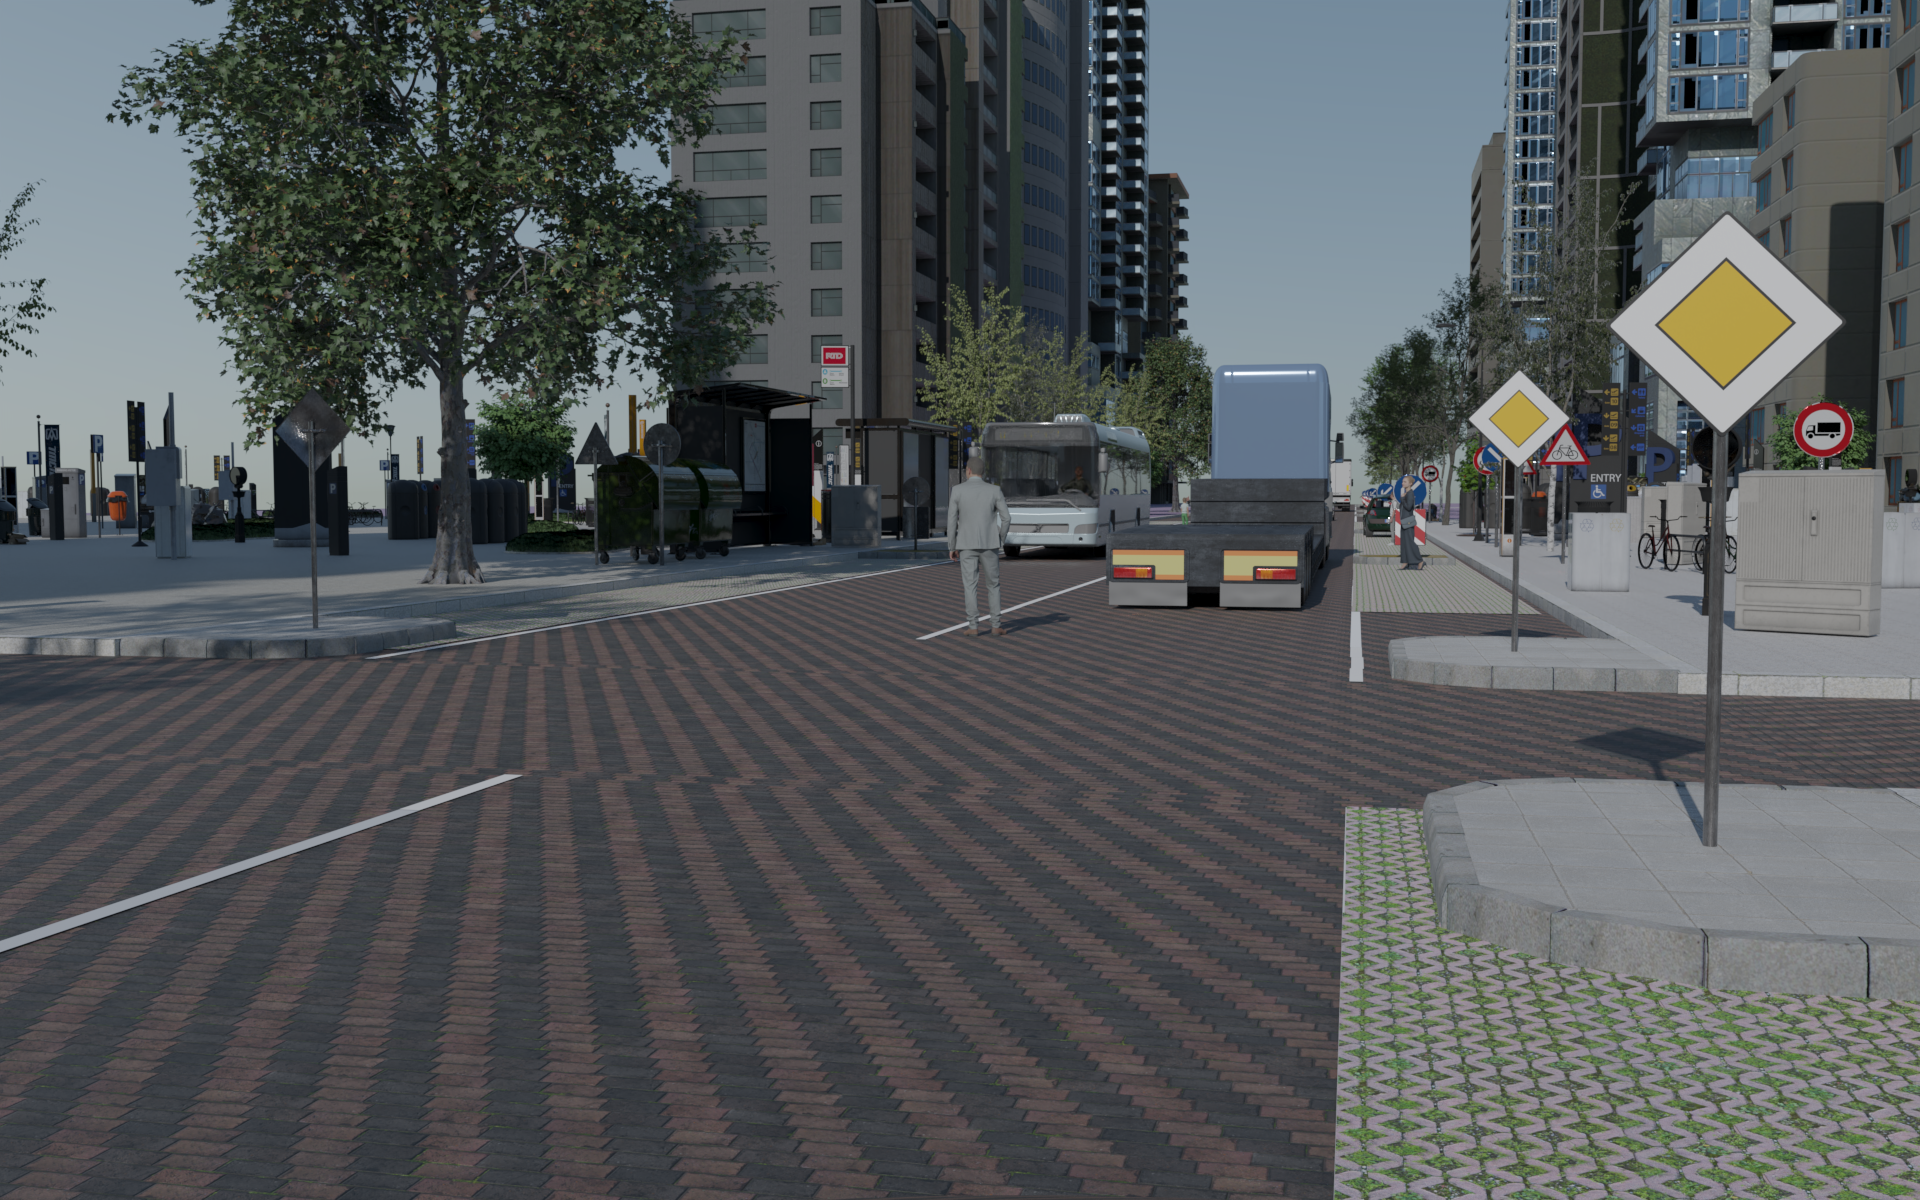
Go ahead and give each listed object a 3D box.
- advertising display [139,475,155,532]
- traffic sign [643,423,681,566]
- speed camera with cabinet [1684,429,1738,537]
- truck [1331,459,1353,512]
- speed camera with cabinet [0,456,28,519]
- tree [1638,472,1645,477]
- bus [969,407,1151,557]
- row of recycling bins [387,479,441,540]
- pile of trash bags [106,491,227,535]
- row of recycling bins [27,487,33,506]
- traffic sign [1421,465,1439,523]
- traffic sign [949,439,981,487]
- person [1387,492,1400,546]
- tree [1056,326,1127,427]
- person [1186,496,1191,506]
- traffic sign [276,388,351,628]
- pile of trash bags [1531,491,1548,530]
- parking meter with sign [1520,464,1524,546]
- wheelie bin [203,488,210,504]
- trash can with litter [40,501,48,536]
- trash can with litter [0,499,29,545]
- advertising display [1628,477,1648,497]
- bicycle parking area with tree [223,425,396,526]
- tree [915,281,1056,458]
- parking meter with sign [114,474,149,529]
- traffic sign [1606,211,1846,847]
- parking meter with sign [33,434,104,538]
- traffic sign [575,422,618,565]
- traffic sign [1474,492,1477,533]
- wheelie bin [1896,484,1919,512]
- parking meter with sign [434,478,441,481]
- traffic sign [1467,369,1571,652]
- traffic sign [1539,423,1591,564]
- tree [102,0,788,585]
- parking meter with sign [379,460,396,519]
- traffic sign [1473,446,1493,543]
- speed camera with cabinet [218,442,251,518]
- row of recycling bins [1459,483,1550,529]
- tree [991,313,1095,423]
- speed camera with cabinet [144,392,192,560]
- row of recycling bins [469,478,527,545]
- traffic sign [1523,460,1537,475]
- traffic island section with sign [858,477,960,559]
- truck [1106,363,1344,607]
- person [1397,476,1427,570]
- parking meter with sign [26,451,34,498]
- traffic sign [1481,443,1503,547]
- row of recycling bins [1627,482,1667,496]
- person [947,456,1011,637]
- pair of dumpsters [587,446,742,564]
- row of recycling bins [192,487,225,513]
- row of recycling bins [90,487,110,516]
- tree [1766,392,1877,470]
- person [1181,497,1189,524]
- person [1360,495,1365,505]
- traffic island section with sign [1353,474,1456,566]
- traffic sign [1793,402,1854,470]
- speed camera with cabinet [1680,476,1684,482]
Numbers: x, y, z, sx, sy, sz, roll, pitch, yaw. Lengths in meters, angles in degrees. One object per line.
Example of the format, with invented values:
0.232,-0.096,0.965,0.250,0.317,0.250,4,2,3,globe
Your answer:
-26.811,-3.207,57.655,0.974,1.923,0.123,-1,4,-23,advertising display
-5.348,-1.890,31.001,0.768,2.556,0.104,1,4,21,traffic sign
23.238,-3.567,52.651,2.038,3.252,0.660,2,4,32,speed camera with cabinet
31.137,-9.453,143.466,2.839,4.237,11.283,1,4,12,truck
-49.117,-5.874,90.381,2.038,3.252,0.660,0,4,-5,speed camera with cabinet
32.637,-5.321,81.594,1.663,3.219,1.824,0,3,0,tree
2.794,-2.914,42.503,2.948,3.499,13.247,1,4,11,bus
-15.634,-2.632,50.138,1.069,1.692,3.534,0,4,5,row of recycling bins
-25.087,-2.756,54.806,3.447,1.369,1.912,-2,4,-33,pile of trash bags
-42.617,-4.520,81.008,1.069,1.692,3.534,0,4,-6,row of recycling bins
20.661,-4.651,76.148,0.768,2.556,0.104,1,4,15,traffic sign
0.576,-4.292,64.039,2.265,3.308,0.079,1,4,17,traffic sign
12.053,-2.261,48.059,0.523,1.515,0.503,0,4,-7,person
4.690,-7.733,76.800,4.737,8.622,4.395,0,3,0,tree
5.615,-1.995,41.298,0.466,1.800,0.511,0,4,0,person
-6.156,-0.786,16.487,0.795,2.450,0.064,1,4,13,traffic sign
21.111,-3.143,61.143,1.912,1.369,3.447,3,5,44,pile of trash bags
13.779,-2.867,43.144,0.543,3.016,1.738,1,4,19,parking meter with sign
-42.552,-5.494,97.738,0.693,1.594,0.980,1,4,12,wheelie bin
-28.095,-2.552,53.115,1.055,1.170,0.624,1,4,20,trash can with litter
-24.227,-2.008,44.221,1.055,1.170,0.624,1,4,22,trash can with litter
25.196,-3.635,64.648,0.974,1.923,0.123,-1,4,-11,advertising display
-25.909,-5.267,73.112,9.016,4.147,8.231,-3,5,-45,bicycle parking area with tree
0.624,-6.660,59.261,4.737,8.622,4.395,0,3,0,tree
-31.126,-4.181,64.615,1.738,3.016,0.543,-1,4,-15,parking meter with sign
2.733,-0.160,6.254,0.795,2.450,0.064,1,4,13,traffic sign
-26.039,-3.332,50.733,1.738,3.016,0.543,0,4,4,parking meter with sign
-6.578,-1.914,31.293,0.884,2.594,0.081,1,4,19,traffic sign
17.022,-3.494,57.123,0.884,2.594,0.081,1,4,18,traffic sign
27.821,-2.613,50.629,0.693,1.594,0.980,0,4,3,wheelie bin
-24.730,-5.287,82.708,1.738,3.016,0.543,2,4,29,parking meter with sign
4.510,-0.636,14.039,0.795,2.450,0.064,1,4,13,traffic sign
11.075,-1.941,31.738,0.884,2.594,0.081,1,4,21,traffic sign
-7.309,-6.591,24.772,9.611,12.733,9.660,0,3,0,tree
-29.238,-5.693,89.349,0.543,3.016,1.738,1,4,10,parking meter with sign
13.800,-2.763,45.280,0.768,2.556,0.104,1,4,19,traffic sign
-27.881,-4.417,66.551,0.660,3.252,2.038,0,4,-5,speed camera with cabinet
20.360,-3.497,64.288,3.534,1.692,1.069,1,4,17,row of recycling bins
3.048,-7.329,70.199,4.360,8.622,3.978,0,3,0,tree
-15.691,-2.445,34.310,0.660,3.252,2.038,-1,4,-17,speed camera with cabinet
-12.315,-2.357,45.642,1.069,1.692,3.534,0,4,7,row of recycling bins
15.293,-2.896,47.358,0.884,2.594,0.081,1,4,13,traffic sign
-1.073,-1.851,38.886,1.989,1.847,2.006,1,4,13,traffic island section with sign
5.107,-2.478,30.278,2.967,4.110,18.799,1,4,13,truck
8.413,-1.433,32.352,0.534,1.772,0.576,-1,4,-10,person
-37.178,-4.505,69.915,0.543,3.016,1.738,-3,4,-38,parking meter with sign
12.902,-2.538,41.600,0.768,2.556,0.104,1,4,20,traffic sign
23.360,-3.057,57.095,3.534,1.692,1.069,2,4,26,row of recycling bins
0.192,-0.544,17.488,0.635,1.810,0.391,-1,4,-10,person
-5.677,-1.901,33.577,1.574,2.255,4.437,1,4,13,pair of dumpsters
-42.066,-5.352,94.625,3.534,1.692,1.069,-1,4,-15,row of recycling bins
-50.981,-5.844,102.656,1.069,1.692,3.534,-1,4,-22,row of recycling bins
27.650,-4.398,55.628,4.285,4.588,4.351,0,3,0,tree
8.760,-3.347,67.471,0.306,1.304,0.590,0,4,6,person
50.459,-12.672,216.422,1.217,1.736,0.721,-1,4,-23,person
9.114,-1.649,35.596,1.989,1.847,2.006,1,4,13,traffic island section with sign
11.935,-1.463,24.019,0.768,2.556,0.104,1,4,13,traffic sign
29.483,-4.565,68.969,0.660,3.252,2.038,-2,4,-25,speed camera with cabinet
